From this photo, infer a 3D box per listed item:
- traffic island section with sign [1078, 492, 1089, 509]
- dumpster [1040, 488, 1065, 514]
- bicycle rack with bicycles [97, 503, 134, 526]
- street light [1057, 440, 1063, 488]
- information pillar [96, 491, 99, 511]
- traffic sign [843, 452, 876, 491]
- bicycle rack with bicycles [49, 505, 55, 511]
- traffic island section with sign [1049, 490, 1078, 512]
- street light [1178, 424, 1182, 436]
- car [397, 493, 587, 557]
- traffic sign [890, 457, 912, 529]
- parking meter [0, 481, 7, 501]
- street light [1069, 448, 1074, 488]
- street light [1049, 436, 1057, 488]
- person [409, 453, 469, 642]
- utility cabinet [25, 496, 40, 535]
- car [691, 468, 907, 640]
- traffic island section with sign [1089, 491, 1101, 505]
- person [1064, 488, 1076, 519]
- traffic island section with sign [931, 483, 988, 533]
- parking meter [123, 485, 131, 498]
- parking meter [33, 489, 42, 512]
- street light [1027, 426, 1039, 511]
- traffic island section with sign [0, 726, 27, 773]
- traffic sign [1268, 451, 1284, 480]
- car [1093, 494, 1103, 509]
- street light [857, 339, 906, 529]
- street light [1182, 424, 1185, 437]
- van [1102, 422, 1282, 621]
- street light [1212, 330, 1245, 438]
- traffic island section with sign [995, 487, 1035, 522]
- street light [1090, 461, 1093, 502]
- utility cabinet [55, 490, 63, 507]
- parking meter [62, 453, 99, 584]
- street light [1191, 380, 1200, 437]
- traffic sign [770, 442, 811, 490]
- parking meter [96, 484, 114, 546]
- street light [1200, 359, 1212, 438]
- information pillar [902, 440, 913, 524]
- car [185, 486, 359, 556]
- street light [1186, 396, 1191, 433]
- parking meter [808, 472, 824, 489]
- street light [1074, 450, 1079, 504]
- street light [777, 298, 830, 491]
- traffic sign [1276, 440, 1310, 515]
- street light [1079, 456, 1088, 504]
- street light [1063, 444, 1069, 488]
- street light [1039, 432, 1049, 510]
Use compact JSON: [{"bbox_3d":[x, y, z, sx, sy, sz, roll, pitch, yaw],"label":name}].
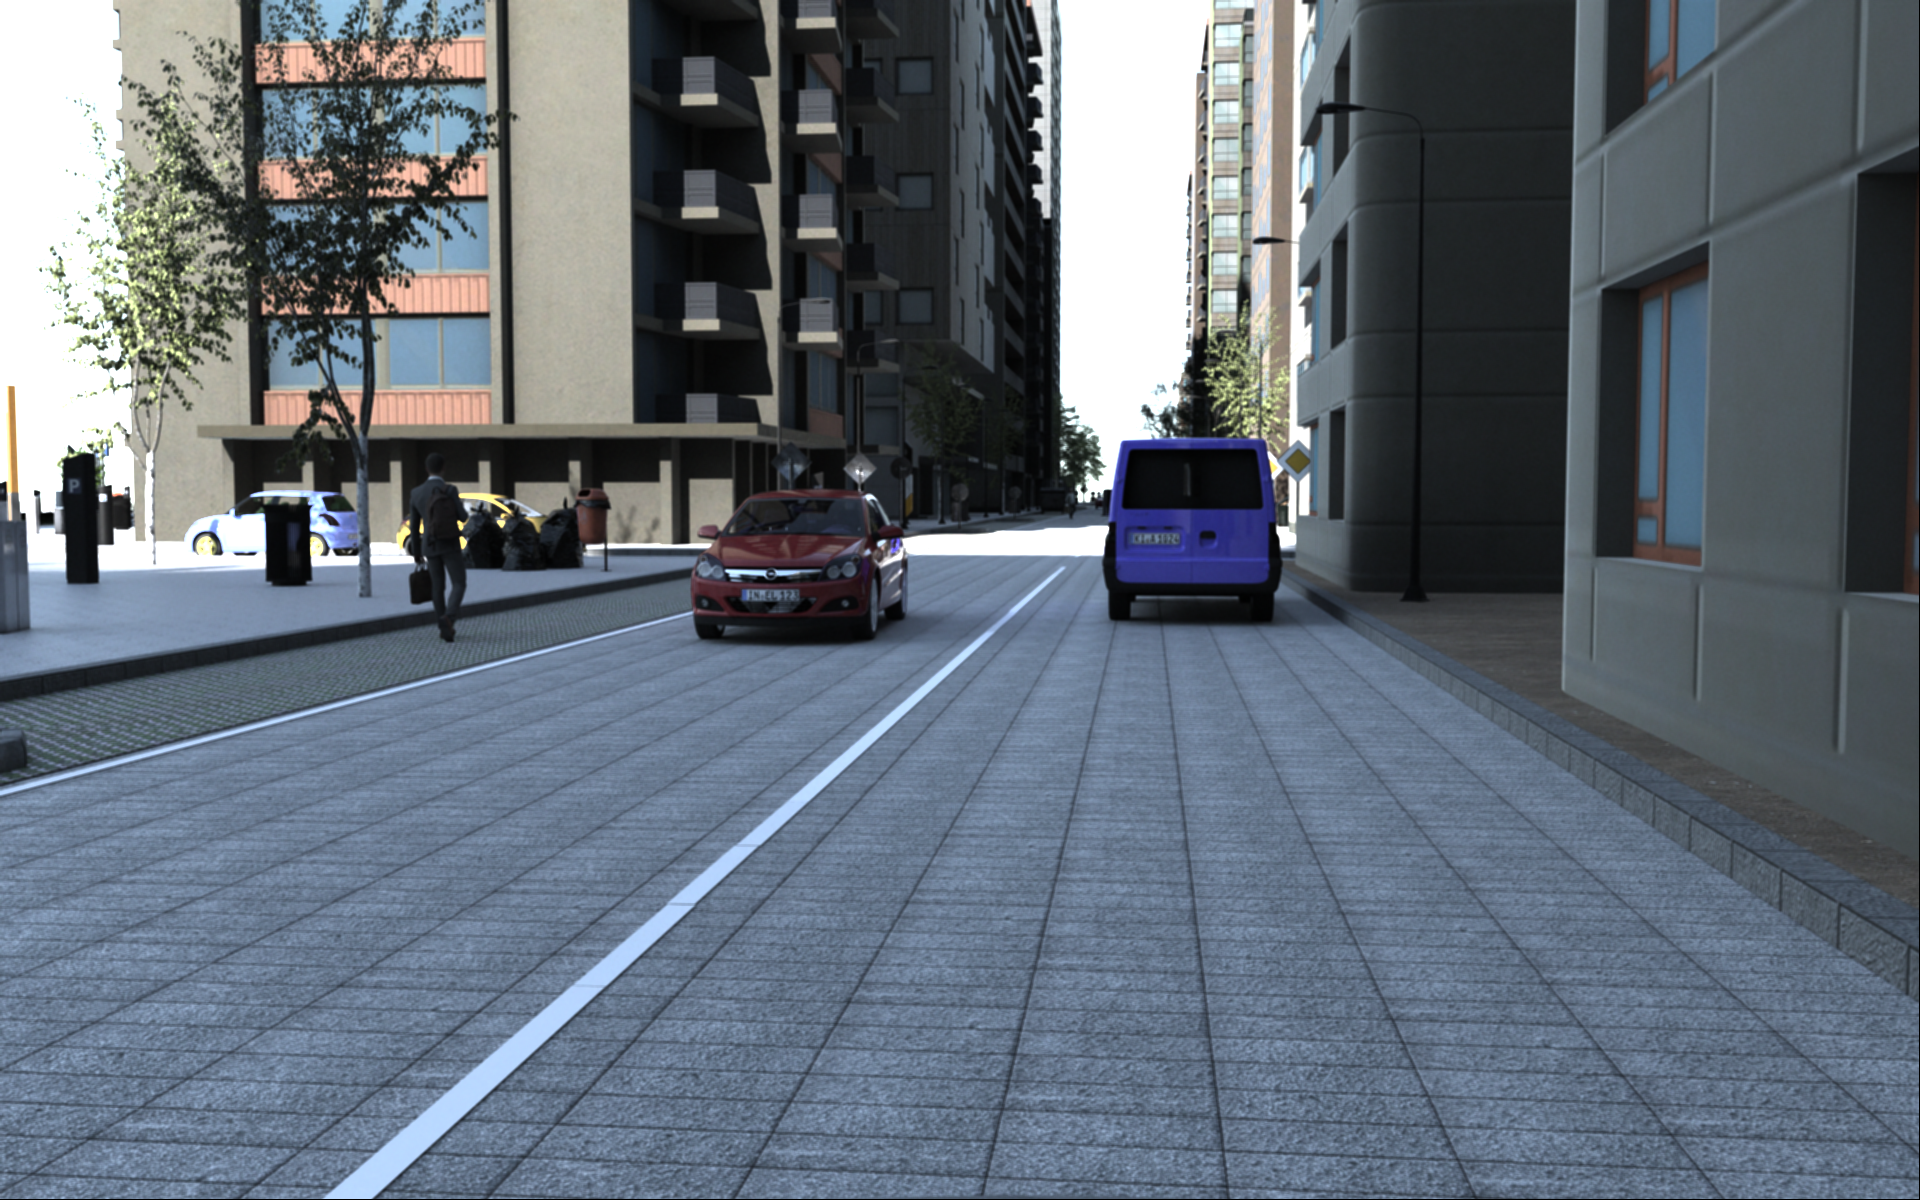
[{"bbox_3d":[11.200,-9.692,167.085,1.989,1.847,2.006,0,4,6],"label":"traffic island section with sign"},{"bbox_3d":[6.609,-7.043,123.367,1.865,1.857,1.264,0,4,5],"label":"dumpster"},{"bbox_3d":[-34.182,-3.485,70.367,2.925,0.926,2.852,-1,4,-17],"label":"bicycle rack with bicycles"},{"bbox_3d":[7.897,-10.857,150.058,1.470,5.913,1.316,0,4,6],"label":"street light"},{"bbox_3d":[-44.160,-5.135,88.443,0.304,2.012,0.304,1,4,11],"label":"information pillar"},{"bbox_3d":[-2.377,-2.289,41.075,0.795,2.450,0.064,0,4,6],"label":"traffic sign"},{"bbox_3d":[-55.135,-5.812,108.401,2.925,0.926,2.852,-1,4,-16],"label":"bicycle rack with bicycles"},{"bbox_3d":[8.243,-8.016,139.697,1.989,1.847,2.006,0,4,6],"label":"traffic island section with sign"},{"bbox_3d":[14.920,-8.668,114.259,1.470,5.913,1.316,0,4,6],"label":"street light"},{"bbox_3d":[-10.109,-1.674,37.593,3.980,1.641,2.015,0,4,6],"label":"car"},{"bbox_3d":[-2.055,-3.657,59.905,0.768,2.556,0.104,1,4,12],"label":"traffic sign"},{"bbox_3d":[-49.522,-5.152,89.949,0.399,1.863,0.255,-1,4,-14],"label":"parking meter"},{"bbox_3d":[10.402,-12.255,172.907,1.470,5.913,1.316,0,4,6],"label":"street light"},{"bbox_3d":[6.801,-10.203,139.362,1.470,5.913,1.316,0,4,6],"label":"street light"},{"bbox_3d":[-5.083,-0.516,16.899,0.622,1.834,0.822,0,4,1],"label":"person"},{"bbox_3d":[-29.582,-2.698,55.280,0.306,1.237,1.020,-1,4,-22],"label":"utility cabinet"},{"bbox_3d":[-1.619,-0.575,18.440,2.155,1.783,4.494,0,4,4],"label":"car"},{"bbox_3d":[17.163,-13.069,222.300,1.989,1.847,2.006,0,4,6],"label":"traffic island section with sign"},{"bbox_3d":[6.372,-5.610,100.706,0.782,1.767,0.515,-3,4,-37],"label":"person"},{"bbox_3d":[0.013,-3.355,63.480,1.989,1.847,2.006,0,4,6],"label":"traffic island section with sign"},{"bbox_3d":[-56.369,-6.821,117.230,0.399,1.863,0.255,0,4,-2],"label":"parking meter"},{"bbox_3d":[-48.261,-5.027,90.607,0.372,1.533,0.369,0,3,0],"label":"parking meter"},{"bbox_3d":[4.433,-8.883,117.776,1.470,5.913,1.316,0,4,6],"label":"street light"},{"bbox_3d":[-5.911,-0.001,8.642,1.989,1.847,2.006,0,4,6],"label":"traffic island section with sign"},{"bbox_3d":[7.110,-2.226,40.034,0.795,2.450,0.064,0,4,6],"label":"traffic sign"},{"bbox_3d":[14.019,-9.716,167.892,2.155,1.783,4.494,0,4,5],"label":"car"},{"bbox_3d":[-2.519,-4.873,52.216,1.470,5.913,1.316,0,4,6],"label":"street light"},{"bbox_3d":[12.758,-7.348,92.675,1.470,5.913,1.316,0,4,6],"label":"street light"},{"bbox_3d":[2.815,-1.032,21.256,2.240,2.365,5.245,0,4,7],"label":"van"},{"bbox_3d":[7.948,-4.679,49.037,1.470,5.913,1.316,0,4,6],"label":"street light"},{"bbox_3d":[2.905,-4.994,90.280,1.989,1.847,2.006,0,4,6],"label":"traffic island section with sign"},{"bbox_3d":[16.832,-15.956,233.421,1.470,5.913,1.316,0,4,6],"label":"street light"},{"bbox_3d":[-54.569,-5.914,105.375,0.318,1.500,1.173,0,4,1],"label":"utility cabinet"},{"bbox_3d":[-12.620,-1.170,24.842,0.399,1.863,0.255,1,4,10],"label":"parking meter"},{"bbox_3d":[10.268,-5.988,70.448,1.470,5.913,1.316,0,4,6],"label":"street light"},{"bbox_3d":[-3.234,-1.804,33.136,0.795,2.450,0.064,0,4,6],"label":"traffic sign"},{"bbox_3d":[-21.358,-2.132,43.276,0.372,1.533,0.369,0,3,0],"label":"parking meter"},{"bbox_3d":[9.118,-5.332,59.725,1.470,5.913,1.316,0,4,6],"label":"street light"},{"bbox_3d":[-2.220,-5.002,73.131,0.504,3.616,0.183,3,4,38],"label":"information pillar"},{"bbox_3d":[-14.909,-1.717,37.666,3.694,1.707,1.945,0,4,7],"label":"car"},{"bbox_3d":[11.530,-6.694,81.993,1.470,5.913,1.316,0,4,6],"label":"street light"},{"bbox_3d":[-3.828,-2.463,45.975,0.399,1.863,0.255,-1,4,-18],"label":"parking meter"},{"bbox_3d":[11.593,-12.908,183.593,1.470,5.913,1.316,0,4,6],"label":"street light"},{"bbox_3d":[-3.773,-4.202,41.248,1.470,5.913,1.316,0,4,6],"label":"street light"},{"bbox_3d":[6.253,-1.740,32.094,0.795,2.450,0.064,0,4,6],"label":"traffic sign"},{"bbox_3d":[14.604,-14.595,211.172,1.470,5.913,1.316,0,4,6],"label":"street light"},{"bbox_3d":[9.186,-11.580,161.868,1.470,5.913,1.316,0,4,6],"label":"street light"},{"bbox_3d":[5.654,-9.549,128.672,1.470,5.913,1.316,0,4,6],"label":"street light"}]
